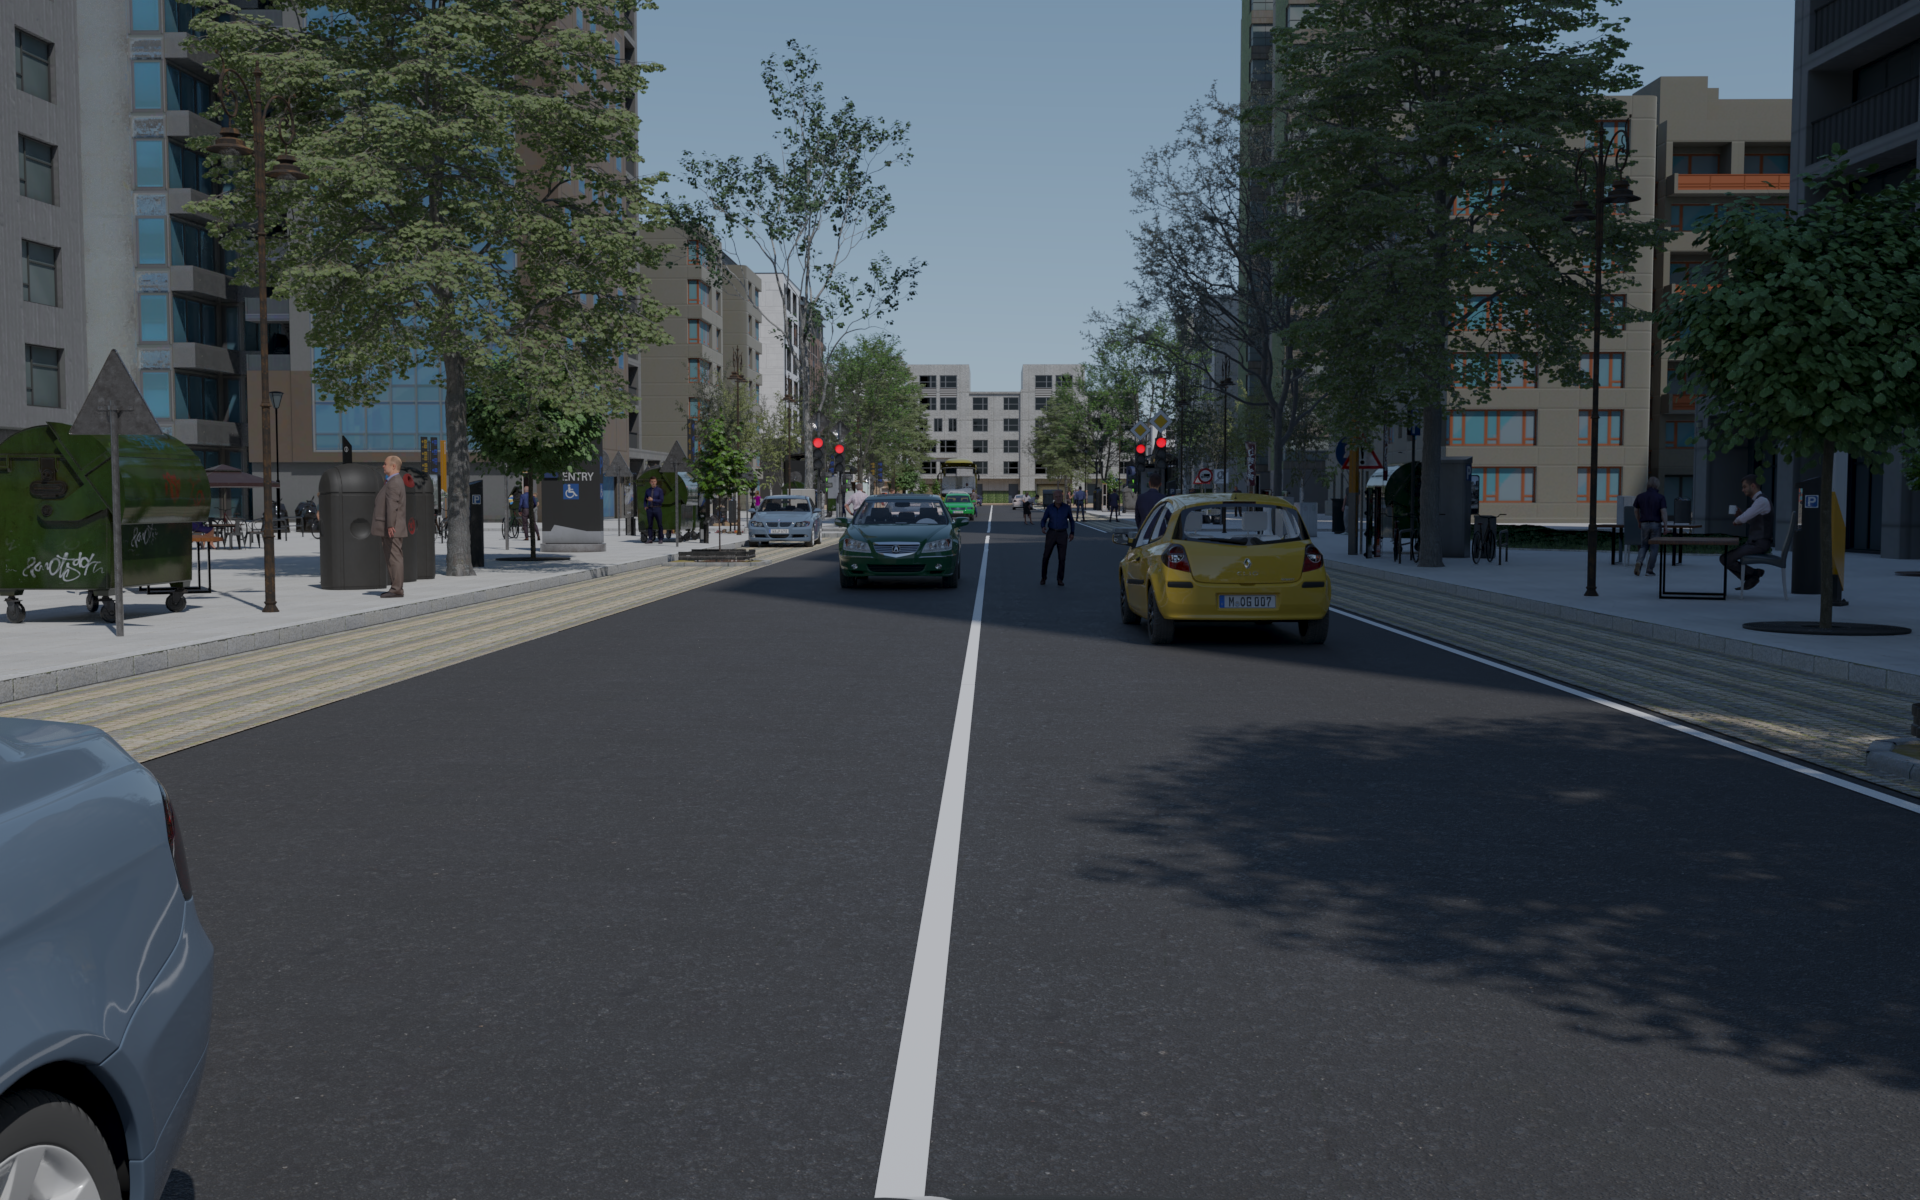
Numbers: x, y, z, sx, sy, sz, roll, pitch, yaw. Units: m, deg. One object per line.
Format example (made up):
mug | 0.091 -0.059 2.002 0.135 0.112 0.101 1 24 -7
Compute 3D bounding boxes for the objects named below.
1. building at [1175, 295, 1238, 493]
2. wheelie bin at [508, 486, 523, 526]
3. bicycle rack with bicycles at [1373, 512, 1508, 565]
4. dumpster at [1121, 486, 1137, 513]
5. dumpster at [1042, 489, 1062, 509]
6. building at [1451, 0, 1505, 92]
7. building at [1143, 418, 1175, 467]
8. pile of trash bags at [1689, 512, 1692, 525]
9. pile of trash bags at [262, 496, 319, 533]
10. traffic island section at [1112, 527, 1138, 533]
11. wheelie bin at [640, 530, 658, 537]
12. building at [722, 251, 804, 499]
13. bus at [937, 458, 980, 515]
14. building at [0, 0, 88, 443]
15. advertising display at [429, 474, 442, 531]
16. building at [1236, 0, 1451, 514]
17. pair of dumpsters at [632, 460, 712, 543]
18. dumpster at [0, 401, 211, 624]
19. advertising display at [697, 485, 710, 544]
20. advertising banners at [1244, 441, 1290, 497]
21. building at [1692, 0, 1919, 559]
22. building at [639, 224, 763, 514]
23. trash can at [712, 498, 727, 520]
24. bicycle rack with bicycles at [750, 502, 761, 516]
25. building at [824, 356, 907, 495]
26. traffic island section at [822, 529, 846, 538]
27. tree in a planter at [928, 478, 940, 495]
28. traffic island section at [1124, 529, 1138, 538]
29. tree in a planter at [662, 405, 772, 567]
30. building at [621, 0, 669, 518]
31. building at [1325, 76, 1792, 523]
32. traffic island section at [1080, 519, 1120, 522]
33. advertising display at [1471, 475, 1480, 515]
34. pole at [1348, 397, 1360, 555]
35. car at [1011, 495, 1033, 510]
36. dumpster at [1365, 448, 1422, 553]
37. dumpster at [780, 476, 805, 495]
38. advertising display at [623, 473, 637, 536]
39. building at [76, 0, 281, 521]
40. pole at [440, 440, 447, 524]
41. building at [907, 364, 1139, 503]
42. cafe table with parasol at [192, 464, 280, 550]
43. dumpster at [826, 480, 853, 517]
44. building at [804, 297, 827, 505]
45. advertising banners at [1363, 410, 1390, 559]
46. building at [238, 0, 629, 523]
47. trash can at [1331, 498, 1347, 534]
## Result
building | 30.153 -18.073 161.951 16.747 18.905 31.486 0 4 1
wheelie bin | -17.289 -3.679 68.066 0.693 1.594 0.980 1 4 23
bicycle rack with bicycles | 9.051 -1.154 32.244 2.852 0.926 2.925 1 4 22
dumpster | 11.410 -6.684 115.039 1.264 1.857 1.865 0 4 1
dumpster | 8.557 -9.341 160.936 1.865 1.857 1.264 0 4 1
building | 28.261 -26.616 118.762 14.154 41.232 14.086 0 4 1
building | 25.766 -15.284 192.045 9.099 9.664 28.070 0 4 1
pile of trash bags | 29.448 -3.403 65.384 3.447 1.369 1.912 1 4 9
pile of trash bags | -21.602 -2.944 57.879 3.447 1.369 1.912 -1 4 -13
traffic island section | 6.832 -2.653 65.655 2.009 0.180 2.903 0 4 1
wheelie bin | -9.351 -2.727 52.494 0.693 1.594 0.980 -1 4 -19
building | -30.215 -19.204 157.966 27.936 21.610 32.646 0 4 1
bus | -0.049 -8.058 123.288 2.896 3.916 12.252 0 4 1
building | -29.507 -16.417 40.122 14.107 30.474 14.160 0 4 1
advertising display | -16.959 -3.088 55.709 0.123 1.923 0.974 -3 5 -43
building | 28.225 -27.476 132.824 14.154 41.232 14.086 0 4 1
pair of dumpsters | -7.869 -2.753 47.511 1.574 2.255 4.437 0 4 1
dumpster | -8.899 -0.942 17.889 1.502 2.255 1.985 0 4 1
advertising display | -6.682 -2.444 45.178 0.123 1.923 0.974 -1 4 -21
advertising banners | 10.280 -3.780 57.987 2.074 3.025 0.090 -2 4 -33
building | 28.613 -36.279 31.413 20.563 71.187 20.611 0 4 1
building | -30.049 -17.158 125.567 27.650 21.520 28.899 0 4 1
trash can | -9.894 -3.652 71.364 0.748 1.137 0.748 0 3 0
bicycle rack with bicycles | -8.385 -4.025 79.188 2.852 0.926 2.925 0 4 -6
building | -13.502 -23.685 243.666 11.380 20.091 16.016 0 4 1
traffic island section | -4.722 -2.178 57.896 2.009 0.180 2.903 0 4 1
tree in a planter | -2.264 -10.431 167.761 1.991 3.239 1.994 0 4 1
traffic island section | 6.677 -2.165 57.671 2.009 0.180 2.903 0 4 1
tree in a planter | -4.849 -2.300 34.832 1.991 3.239 1.994 0 4 1
building | -27.498 -40.430 99.289 20.563 71.187 20.611 0 4 1
building | 36.051 -14.927 89.088 28.899 21.520 27.650 0 4 1
traffic island section | 7.312 -4.150 90.722 1.991 0.108 1.994 0 4 1
advertising display | 16.896 -3.229 58.011 0.974 1.923 0.123 0 4 -3
pole | 8.274 -2.601 36.375 0.158 3.312 0.155 0 3 0
car | 5.709 -8.874 157.445 2.083 1.381 4.827 0 4 3
dumpster | 9.771 -2.153 37.696 1.502 2.255 1.985 0 4 1
dumpster | -8.911 -5.575 93.651 1.502 2.255 1.985 0 4 1
advertising display | -10.158 -2.945 53.365 0.123 1.923 0.974 -2 4 -29
building | -48.642 -28.629 87.696 30.456 49.044 23.786 0 4 1
pole | -19.640 -4.407 65.894 0.158 3.312 0.155 0 3 0
building | 8.704 -23.107 244.257 31.486 18.905 16.747 0 4 1
cafe table with parasol | -17.035 -2.154 40.076 2.610 1.966 2.610 1 4 13
dumpster | -6.765 -5.747 96.457 1.502 2.255 1.985 0 4 1
building | -32.125 -21.349 193.026 32.646 21.610 27.936 0 4 1
advertising banners | 8.486 -2.384 35.173 0.090 3.025 2.074 2 4 26
building | -24.377 -26.454 82.642 14.600 45.320 14.200 0 4 1
trash can | 12.581 -2.758 56.747 0.748 1.137 0.748 0 3 0
